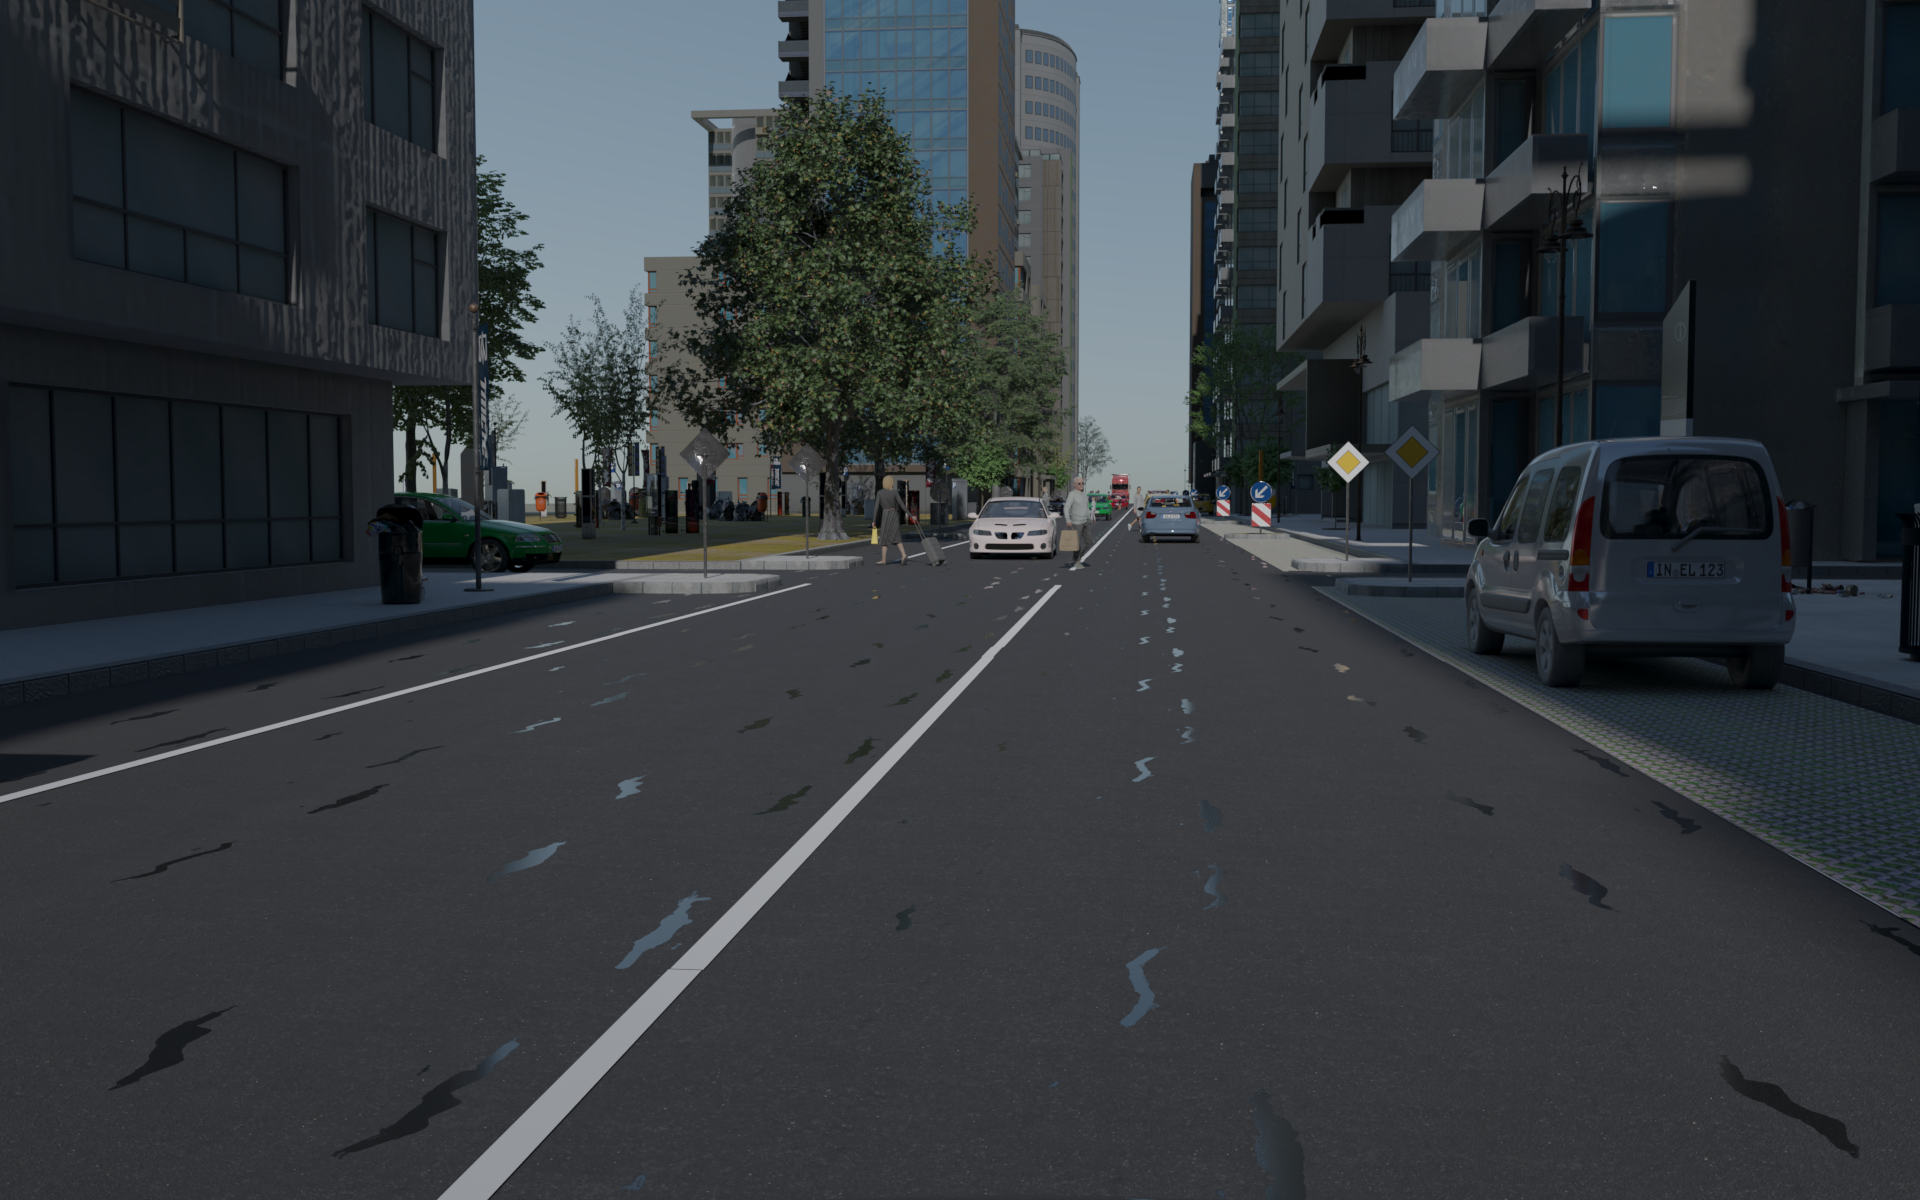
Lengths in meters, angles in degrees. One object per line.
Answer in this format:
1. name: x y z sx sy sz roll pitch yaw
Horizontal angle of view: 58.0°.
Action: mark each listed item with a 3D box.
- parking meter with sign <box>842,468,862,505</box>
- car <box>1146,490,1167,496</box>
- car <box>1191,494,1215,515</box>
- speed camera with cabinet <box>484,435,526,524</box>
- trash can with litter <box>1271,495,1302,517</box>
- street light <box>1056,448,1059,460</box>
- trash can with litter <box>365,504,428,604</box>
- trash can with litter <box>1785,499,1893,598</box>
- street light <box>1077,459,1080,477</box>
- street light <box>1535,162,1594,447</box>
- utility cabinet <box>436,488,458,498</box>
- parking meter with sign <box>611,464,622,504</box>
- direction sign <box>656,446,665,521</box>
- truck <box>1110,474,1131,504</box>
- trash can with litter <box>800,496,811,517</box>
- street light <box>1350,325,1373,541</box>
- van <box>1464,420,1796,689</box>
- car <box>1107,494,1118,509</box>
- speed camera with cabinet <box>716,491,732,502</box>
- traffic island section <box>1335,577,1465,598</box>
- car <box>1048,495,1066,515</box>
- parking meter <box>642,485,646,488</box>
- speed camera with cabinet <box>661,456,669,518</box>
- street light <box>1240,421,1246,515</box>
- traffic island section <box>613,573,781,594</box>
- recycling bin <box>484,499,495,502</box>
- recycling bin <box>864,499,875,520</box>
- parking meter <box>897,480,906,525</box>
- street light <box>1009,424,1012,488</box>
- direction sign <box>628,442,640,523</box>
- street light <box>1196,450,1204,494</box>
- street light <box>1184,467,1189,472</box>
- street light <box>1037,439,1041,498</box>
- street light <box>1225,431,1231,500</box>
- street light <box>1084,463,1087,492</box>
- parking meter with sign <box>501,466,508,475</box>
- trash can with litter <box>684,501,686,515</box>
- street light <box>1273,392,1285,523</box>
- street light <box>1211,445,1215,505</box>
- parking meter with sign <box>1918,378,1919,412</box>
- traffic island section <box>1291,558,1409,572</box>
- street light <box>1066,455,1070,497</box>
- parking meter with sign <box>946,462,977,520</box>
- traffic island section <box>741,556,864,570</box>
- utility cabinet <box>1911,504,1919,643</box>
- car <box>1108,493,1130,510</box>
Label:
1. parking meter with sign: -6.659 -6.972 110.249 1.738 3.016 0.543 2 4 33
2. car: 18.488 -9.368 161.838 2.281 1.827 5.304 0 4 6
3. car: 16.529 -6.658 119.080 2.015 1.641 3.980 0 4 5
4. speed camera with cabinet: -15.053 -3.848 57.256 0.660 3.252 2.038 -3 4 -38
5. trash can with litter: 18.581 -5.362 98.734 1.678 1.210 2.233 0 4 7
6. street light: 9.543 -12.078 170.264 0.468 5.910 1.993 0 4 6
7. trash can with litter: -6.630 -0.555 20.456 0.624 1.170 1.055 -1 4 -12
8. trash can with litter: 10.967 -0.689 22.318 1.678 1.210 2.233 -1 4 -14
9. street light: 15.262 -15.301 222.964 0.468 5.910 1.993 0 4 6
10. street light: 8.521 -3.167 24.572 0.468 5.910 1.993 0 4 6
11. utility cabinet: -19.758 -3.555 66.802 0.318 1.500 1.173 -3 5 -44
12. parking meter with sign: -19.027 -6.085 95.743 0.543 3.016 1.738 -2 4 -29
13. direction sign: -14.194 -5.509 82.070 0.379 3.537 0.876 -3 4 -37
14. truck: 22.496 -15.517 242.613 2.839 4.237 11.283 0 4 6
15. trash can with litter: -8.550 -5.172 95.956 0.624 1.170 1.055 0 4 -1
16. street light: 10.976 -4.571 47.521 0.468 5.910 1.993 0 4 6
17. van: 5.269 -0.432 14.082 2.013 2.044 4.112 0 4 5
18. car: 14.675 -9.661 169.952 2.014 1.417 4.499 0 4 7
19. speed camera with cabinet: -14.167 -6.483 100.336 2.038 3.252 0.660 -3 5 -44
20. traffic island section: 6.582 -0.182 25.259 2.009 0.180 2.903 0 4 6
21. car: 6.387 -6.540 119.505 1.945 1.354 3.894 0 4 6
22. parking meter: -20.252 -6.469 111.471 0.255 1.863 0.399 1 4 9
23. speed camera with cabinet: -15.302 -5.835 89.742 0.660 3.252 2.038 0 4 1
24. street light: 17.381 -8.205 106.938 0.468 5.910 1.993 0 4 6
25. traffic island section: -3.899 -0.251 26.385 2.009 0.180 2.903 0 4 6
26. recycling bin: -26.851 -5.274 98.787 0.722 1.027 0.722 -3 5 -42
27. recycling bin: -4.373 -4.553 86.987 0.722 1.027 0.722 1 4 11
28. parking meter: -2.462 -4.112 72.941 0.255 1.863 0.399 -2 4 -28
29. street light: 3.211 -8.445 110.859 0.468 5.910 1.993 0 4 6
30. direction sign: -14.228 -5.112 75.578 0.379 3.537 0.876 -3 5 -43
31. street light: 25.548 -12.876 183.317 0.468 5.910 1.993 0 4 6
32. street light: 34.531 -17.922 265.813 0.468 5.910 1.993 0 4 6
33. street light: 6.387 -10.254 140.442 0.468 5.910 1.993 0 4 6
34. street light: 19.165 -9.256 124.120 0.468 5.910 1.993 0 4 6
35. street light: 18.314 -17.108 252.508 0.468 5.910 1.993 0 4 6
36. parking meter with sign: -28.331 -6.782 107.146 0.543 3.016 1.738 -1 4 -9
37. trash can with litter: -16.454 -5.822 106.573 1.055 1.170 0.624 2 4 29
38. street light: 14.270 -6.398 77.401 0.468 5.910 1.993 0 4 6
39. street light: 22.459 -11.061 153.638 0.468 5.910 1.993 0 4 6
40. parking meter with sign: 14.244 -1.725 24.462 0.543 3.016 1.738 0 4 1
41. traffic island section: 7.435 -0.668 33.199 2.009 0.180 2.903 0 4 6
42. street light: 12.015 -13.496 193.441 0.468 5.910 1.993 0 4 6
43. parking meter with sign: 0.012 -5.451 85.385 1.738 3.016 0.543 -3 4 -37
44. traffic island section: -3.046 -0.737 34.325 2.009 0.180 2.903 0 4 6
45. utility cabinet: 8.760 -0.227 14.872 1.020 1.237 0.306 0 4 2
46. car: 14.806 -9.348 161.872 2.155 1.783 4.494 0 4 5
